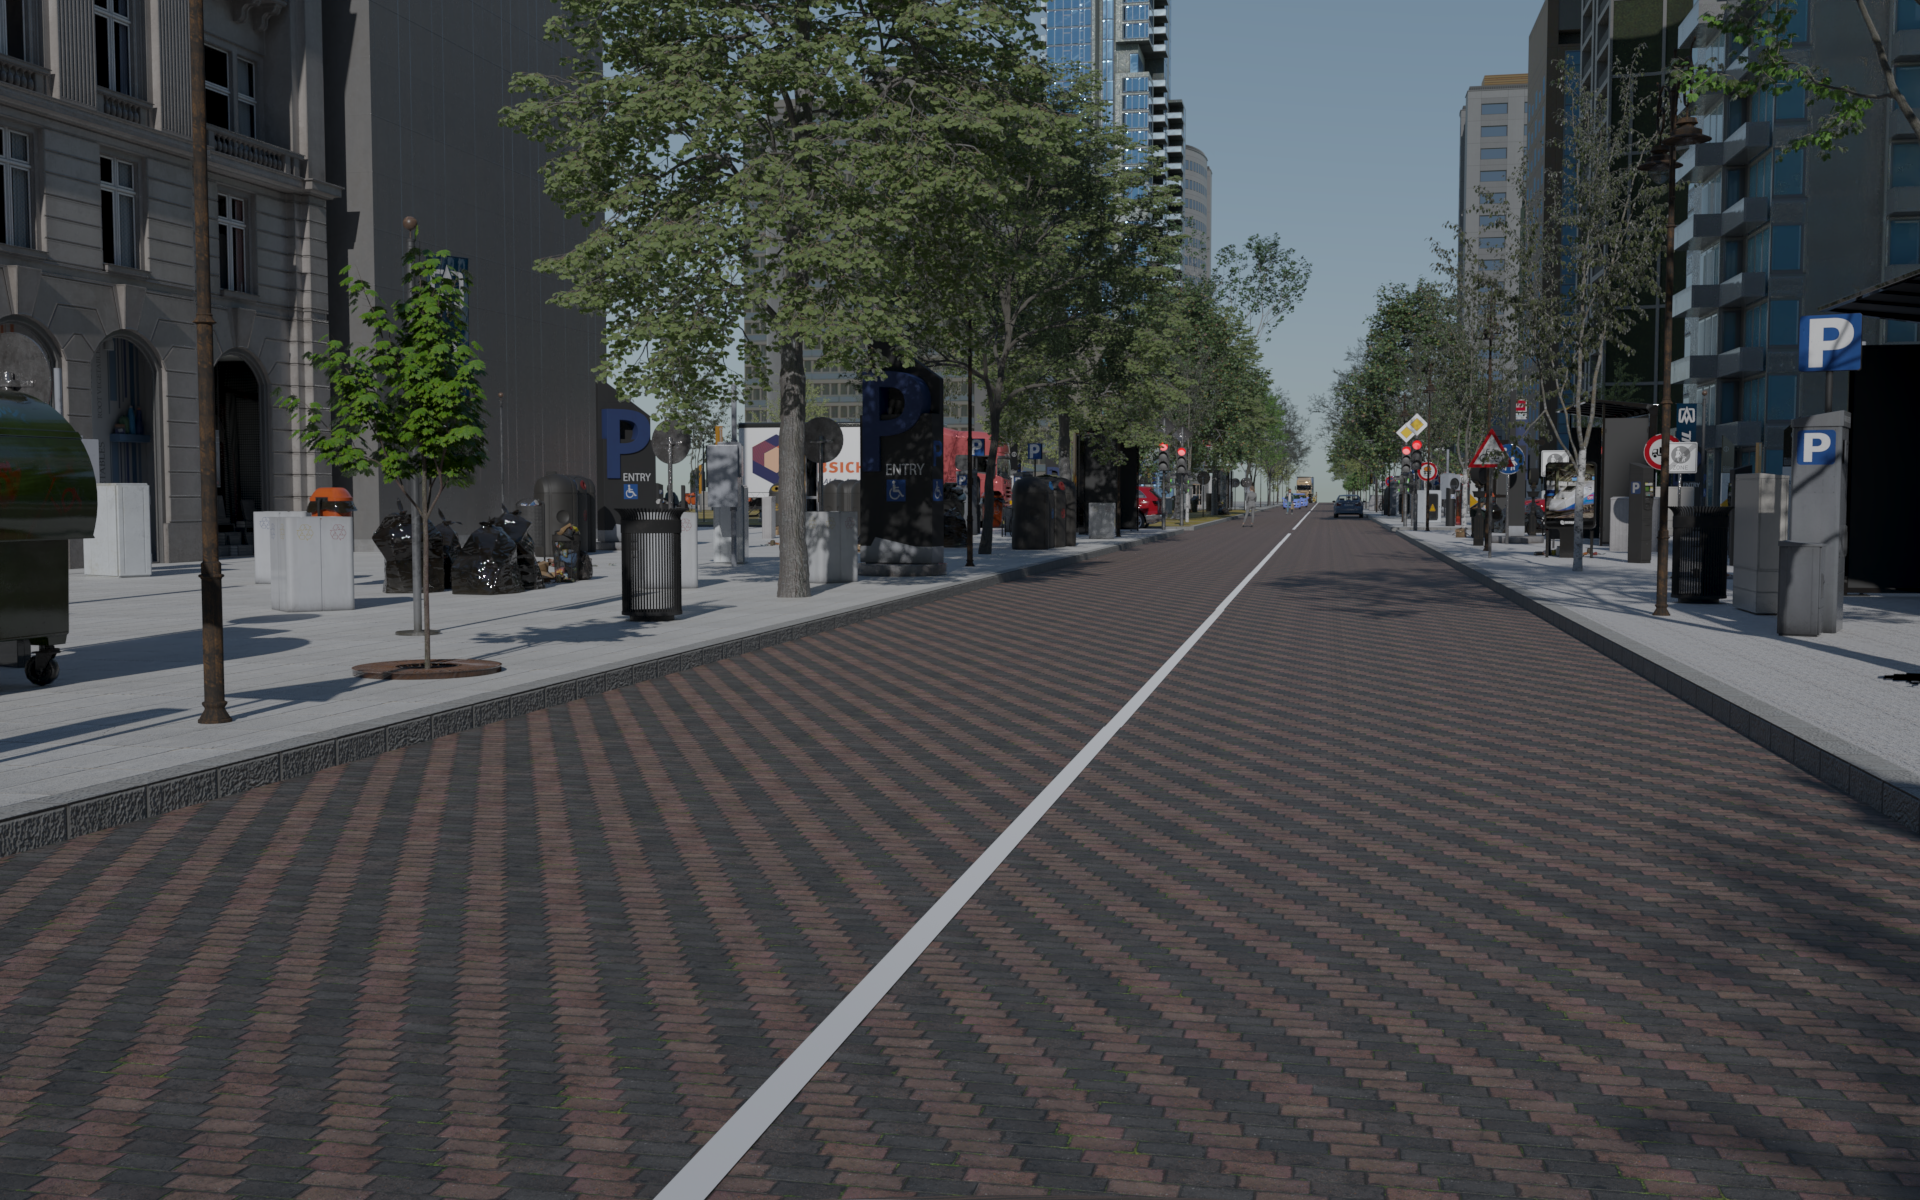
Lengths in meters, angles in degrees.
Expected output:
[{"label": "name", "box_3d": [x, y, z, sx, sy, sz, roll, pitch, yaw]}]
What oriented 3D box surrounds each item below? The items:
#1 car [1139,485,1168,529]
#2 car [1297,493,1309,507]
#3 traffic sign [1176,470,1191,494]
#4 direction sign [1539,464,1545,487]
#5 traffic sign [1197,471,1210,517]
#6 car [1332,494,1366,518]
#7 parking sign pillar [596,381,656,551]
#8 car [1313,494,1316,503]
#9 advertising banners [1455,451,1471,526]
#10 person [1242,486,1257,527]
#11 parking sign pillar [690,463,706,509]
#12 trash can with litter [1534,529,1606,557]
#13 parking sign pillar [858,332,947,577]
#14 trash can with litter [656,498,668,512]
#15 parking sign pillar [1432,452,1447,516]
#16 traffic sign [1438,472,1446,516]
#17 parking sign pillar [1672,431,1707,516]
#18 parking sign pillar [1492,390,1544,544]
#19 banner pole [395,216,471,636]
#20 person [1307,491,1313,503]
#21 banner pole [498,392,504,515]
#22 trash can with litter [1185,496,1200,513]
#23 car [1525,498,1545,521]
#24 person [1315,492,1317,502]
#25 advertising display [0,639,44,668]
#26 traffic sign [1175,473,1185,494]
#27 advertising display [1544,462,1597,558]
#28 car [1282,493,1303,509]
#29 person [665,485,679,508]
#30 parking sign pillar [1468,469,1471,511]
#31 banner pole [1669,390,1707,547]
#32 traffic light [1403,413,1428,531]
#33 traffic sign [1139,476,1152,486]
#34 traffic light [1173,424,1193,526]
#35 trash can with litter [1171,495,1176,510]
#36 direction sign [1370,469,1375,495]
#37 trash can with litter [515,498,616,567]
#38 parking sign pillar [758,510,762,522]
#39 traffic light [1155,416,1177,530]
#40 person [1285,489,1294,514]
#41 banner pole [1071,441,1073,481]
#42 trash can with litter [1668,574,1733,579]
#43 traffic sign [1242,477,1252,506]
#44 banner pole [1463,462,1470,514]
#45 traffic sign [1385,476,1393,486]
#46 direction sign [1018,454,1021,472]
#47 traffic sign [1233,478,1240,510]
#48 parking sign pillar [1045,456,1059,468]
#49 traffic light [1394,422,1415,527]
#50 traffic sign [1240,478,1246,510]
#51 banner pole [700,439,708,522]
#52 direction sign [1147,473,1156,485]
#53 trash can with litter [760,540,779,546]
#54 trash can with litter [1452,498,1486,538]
[{"label": "car", "box_3d": [5.346, -3.562, 66.914, 5.304, 1.827, 2.281, 1, 4, 13]}, {"label": "car", "box_3d": [36.762, -10.874, 187.375, 1.945, 1.707, 3.694, 1, 4, 11]}, {"label": "traffic sign", "box_3d": [9.401, -4.334, 72.988, 0.606, 2.300, 0.079, 1, 4, 12]}, {"label": "direction sign", "box_3d": [44.577, -8.574, 132.187, 0.876, 3.537, 0.379, -1, 4, -17]}, {"label": "traffic sign", "box_3d": [13.494, -5.869, 96.058, 0.768, 2.556, 0.104, 1, 4, 20]}, {"label": "car", "box_3d": [23.621, -5.702, 105.232, 2.014, 1.417, 4.499, 1, 4, 13]}, {"label": "parking sign pillar", "box_3d": [-7.682, -3.145, 39.890, 1.447, 3.967, 1.447, -2, 4, -35]}, {"label": "car", "box_3d": [58.469, -17.024, 288.570, 2.015, 1.641, 3.980, 1, 4, 14]}, {"label": "advertising banners", "box_3d": [20.382, -4.563, 70.787, 0.090, 3.025, 2.074, -1, 4, -10]}, {"label": "person", "box_3d": [12.537, -4.051, 75.014, 0.520, 1.790, 0.573, -2, 4, -28]}, {"label": "parking sign pillar", "box_3d": [-22.399, -9.758, 148.021, 1.447, 3.967, 1.447, 1, 4, 18]}, {"label": "trash can with litter", "box_3d": [12.867, -1.544, 36.302, 2.233, 1.210, 1.678, -2, 4, -34]}, {"label": "parking sign pillar", "box_3d": [-0.925, -2.384, 27.457, 1.447, 3.967, 1.447, 2, 4, 26]}, {"label": "trash can with litter", "box_3d": [-14.713, -4.343, 82.073, 1.678, 1.210, 2.233, -3, 5, -44]}, {"label": "parking sign pillar", "box_3d": [28.090, -6.967, 102.389, 1.447, 3.967, 1.447, 0, 4, -3]}, {"label": "traffic sign", "box_3d": [27.855, -6.081, 99.536, 0.768, 2.556, 0.104, 1, 4, 19]}, {"label": "parking sign pillar", "box_3d": [30.931, -5.198, 73.464, 1.447, 3.967, 1.447, 3, 5, 41]}, {"label": "parking sign pillar", "box_3d": [14.585, -3.480, 45.374, 1.447, 3.967, 1.447, 1, 4, 16]}, {"label": "banner pole", "box_3d": [-4.818, -1.584, 15.910, 0.401, 3.779, 0.863, 3, 4, 37]}, {"label": "person", "box_3d": [53.280, -15.649, 263.999, 1.348, 1.869, 0.705, -1, 4, -13]}, {"label": "banner pole", "box_3d": [-11.243, -3.212, 42.537, 0.401, 3.779, 0.863, -1, 4, -15]}, {"label": "trash can with litter", "box_3d": [16.126, -6.650, 120.107, 1.055, 1.170, 0.624, -3, 5, -42]}, {"label": "car", "box_3d": [22.606, -3.331, 63.128, 5.304, 1.827, 2.281, 1, 4, 10]}, {"label": "person", "box_3d": [61.194, -17.682, 297.611, 0.705, 1.823, 1.348, 0, 4, 2]}, {"label": "advertising display", "box_3d": [-7.062, -0.466, 12.825, 0.974, 1.923, 0.123, 2, 4, 31]}, {"label": "traffic sign", "box_3d": [10.544, -4.931, 82.757, 0.606, 2.300, 0.079, 1, 4, 20]}, {"label": "advertising display", "box_3d": [12.237, -1.806, 34.735, 0.974, 1.923, 0.123, 2, 4, 25]}, {"label": "car", "box_3d": [31.454, -9.444, 163.994, 1.945, 1.707, 3.694, 1, 4, 11]}, {"label": "person", "box_3d": [-12.063, -3.875, 71.834, 0.794, 1.824, 0.713, -2, 4, -27]}, {"label": "parking sign pillar", "box_3d": [39.171, -8.749, 131.513, 1.447, 3.967, 1.447, 3, 5, 41]}, {"label": "banner pole", "box_3d": [17.755, -3.178, 41.980, 0.863, 3.779, 0.401, 1, 4, 10]}, {"label": "traffic light", "box_3d": [15.852, -4.364, 60.266, 0.839, 4.253, 0.868, 1, 4, 12]}, {"label": "traffic sign", "box_3d": [10.443, -6.007, 98.219, 0.884, 2.594, 0.081, 1, 4, 21]}, {"label": "traffic light", "box_3d": [8.976, -4.950, 69.858, 0.839, 4.253, 0.868, 1, 4, 12]}, {"label": "trash can with litter", "box_3d": [16.696, -7.619, 135.957, 0.624, 1.170, 1.055, -1, 4, -11]}, {"label": "direction sign", "box_3d": [32.944, -8.936, 138.092, 0.876, 3.537, 0.379, -3, 5, -41]}, {"label": "trash can with litter", "box_3d": [-7.266, -1.204, 30.735, 2.233, 1.210, 1.678, 0, 4, 2]}, {"label": "parking sign pillar", "box_3d": [-8.475, -5.526, 78.830, 1.447, 3.967, 1.447, 0, 4, 5]}, {"label": "traffic light", "box_3d": [7.325, -4.472, 62.045, 0.839, 4.253, 0.868, 1, 4, 12]}, {"label": "person", "box_3d": [23.304, -6.950, 122.113, 0.794, 1.824, 0.713, 3, 4, 36]}, {"label": "banner pole", "box_3d": [5.463, -5.602, 81.608, 0.863, 3.779, 0.401, 3, 4, 36]}, {"label": "trash can with litter", "box_3d": [11.899, -0.935, 26.349, 2.233, 1.210, 1.678, 1, 4, 13]}, {"label": "traffic sign", "box_3d": [21.817, -8.052, 131.752, 0.768, 2.556, 0.104, 1, 4, 21]}, {"label": "banner pole", "box_3d": [32.919, -7.519, 112.956, 0.401, 3.779, 0.863, -3, 4, -39]}, {"label": "traffic sign", "box_3d": [30.343, -7.456, 122.004, 0.768, 2.556, 0.104, 1, 4, 15]}, {"label": "direction sign", "box_3d": [3.113, -6.528, 98.728, 0.876, 3.537, 0.379, -2, 4, -32]}, {"label": "traffic sign", "box_3d": [21.754, -8.370, 136.948, 0.768, 2.556, 0.104, 1, 4, 20]}, {"label": "parking sign pillar", "box_3d": [6.786, -8.290, 124.018, 1.447, 3.967, 1.447, 0, 4, -8]}, {"label": "traffic light", "box_3d": [17.503, -4.842, 68.080, 0.839, 4.253, 0.868, 1, 4, 12]}, {"label": "traffic sign", "box_3d": [22.363, -8.310, 135.974, 0.768, 2.556, 0.104, 1, 4, 21]}, {"label": "banner pole", "box_3d": [-11.597, -5.464, 79.356, 0.401, 3.779, 0.863, 2, 4, 32]}, {"label": "direction sign", "box_3d": [15.659, -9.178, 142.050, 0.876, 3.537, 0.379, 3, 4, 38]}, {"label": "trash can with litter", "box_3d": [-4.416, -1.999, 43.741, 1.678, 1.210, 2.233, 2, 4, 29]}, {"label": "trash can with litter", "box_3d": [14.988, -2.411, 50.805, 1.055, 1.170, 0.624, 2, 4, 27]}]
